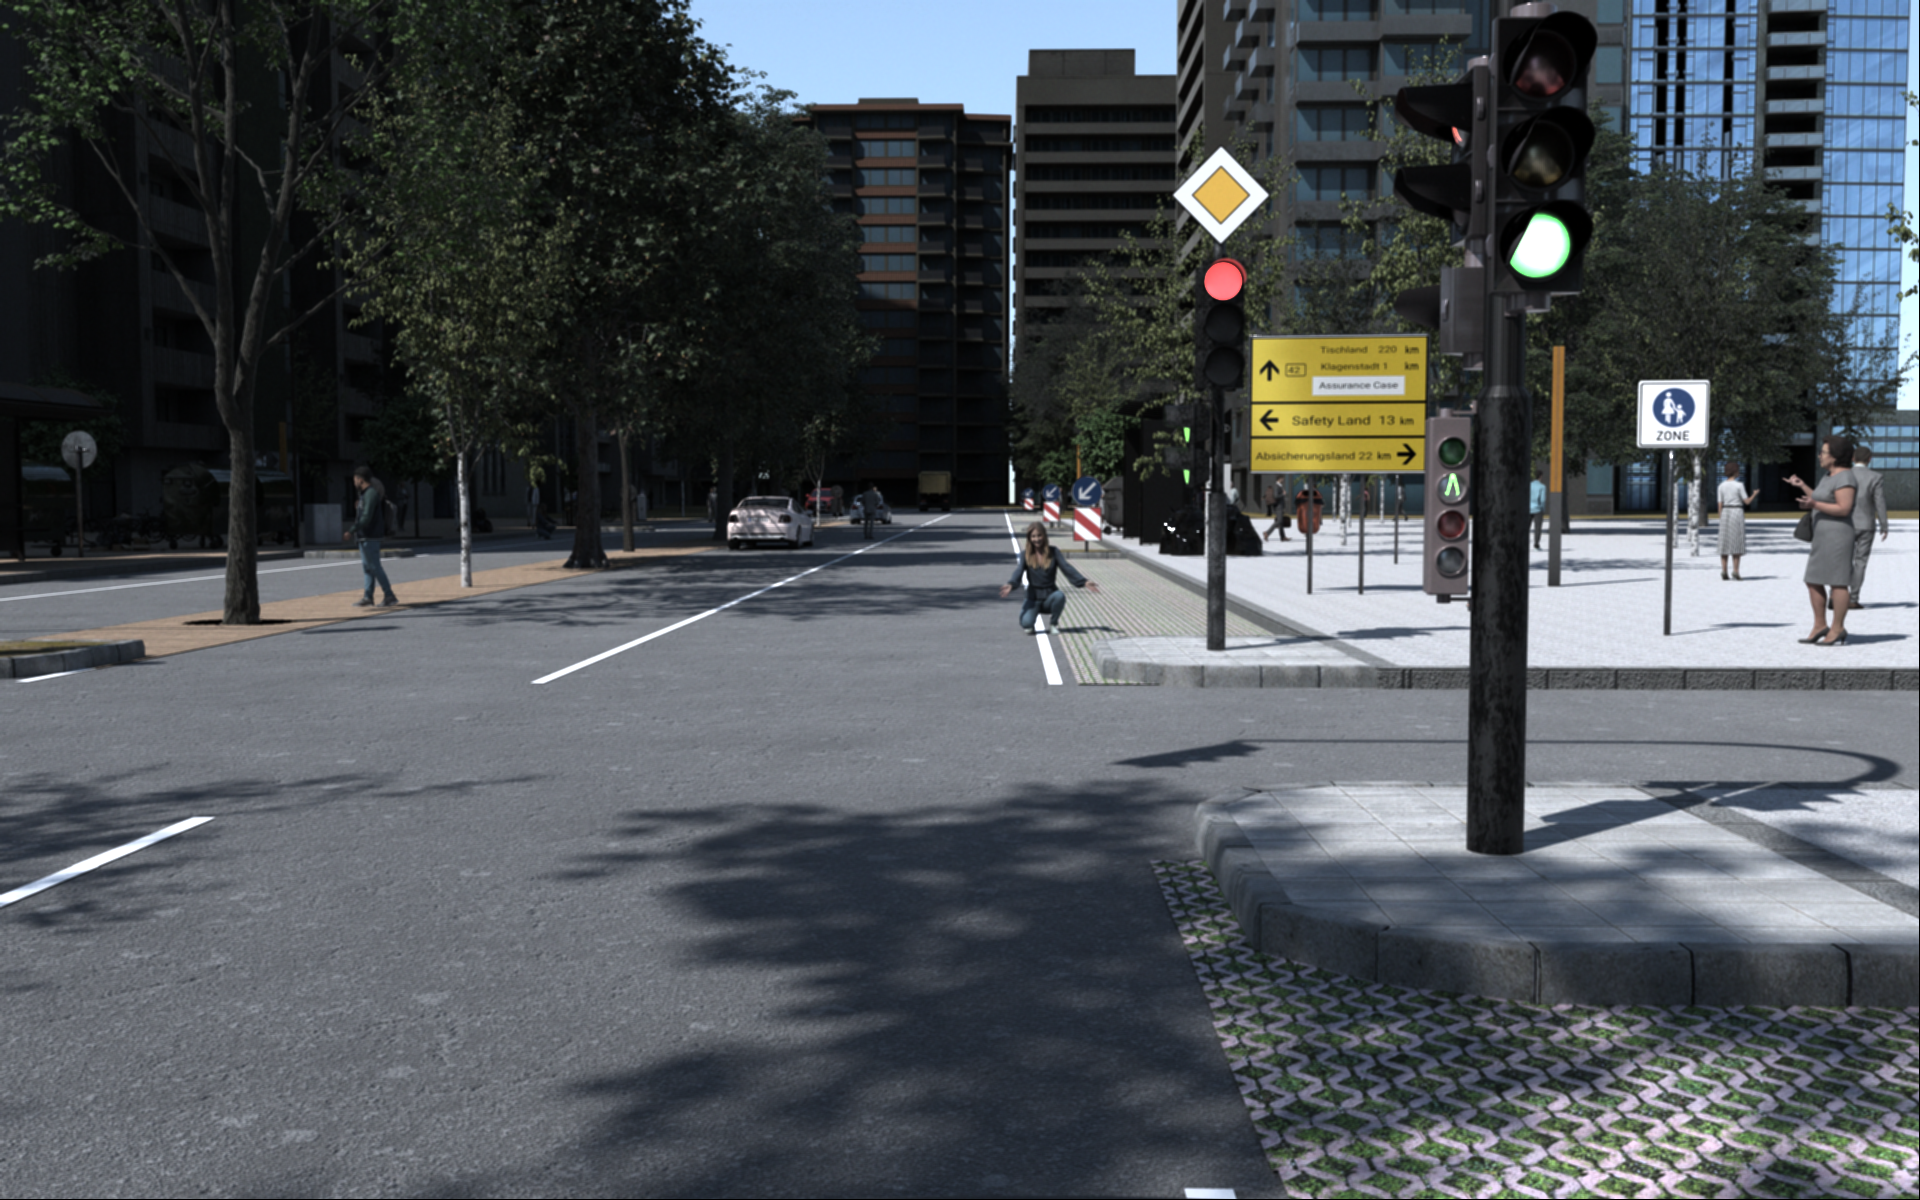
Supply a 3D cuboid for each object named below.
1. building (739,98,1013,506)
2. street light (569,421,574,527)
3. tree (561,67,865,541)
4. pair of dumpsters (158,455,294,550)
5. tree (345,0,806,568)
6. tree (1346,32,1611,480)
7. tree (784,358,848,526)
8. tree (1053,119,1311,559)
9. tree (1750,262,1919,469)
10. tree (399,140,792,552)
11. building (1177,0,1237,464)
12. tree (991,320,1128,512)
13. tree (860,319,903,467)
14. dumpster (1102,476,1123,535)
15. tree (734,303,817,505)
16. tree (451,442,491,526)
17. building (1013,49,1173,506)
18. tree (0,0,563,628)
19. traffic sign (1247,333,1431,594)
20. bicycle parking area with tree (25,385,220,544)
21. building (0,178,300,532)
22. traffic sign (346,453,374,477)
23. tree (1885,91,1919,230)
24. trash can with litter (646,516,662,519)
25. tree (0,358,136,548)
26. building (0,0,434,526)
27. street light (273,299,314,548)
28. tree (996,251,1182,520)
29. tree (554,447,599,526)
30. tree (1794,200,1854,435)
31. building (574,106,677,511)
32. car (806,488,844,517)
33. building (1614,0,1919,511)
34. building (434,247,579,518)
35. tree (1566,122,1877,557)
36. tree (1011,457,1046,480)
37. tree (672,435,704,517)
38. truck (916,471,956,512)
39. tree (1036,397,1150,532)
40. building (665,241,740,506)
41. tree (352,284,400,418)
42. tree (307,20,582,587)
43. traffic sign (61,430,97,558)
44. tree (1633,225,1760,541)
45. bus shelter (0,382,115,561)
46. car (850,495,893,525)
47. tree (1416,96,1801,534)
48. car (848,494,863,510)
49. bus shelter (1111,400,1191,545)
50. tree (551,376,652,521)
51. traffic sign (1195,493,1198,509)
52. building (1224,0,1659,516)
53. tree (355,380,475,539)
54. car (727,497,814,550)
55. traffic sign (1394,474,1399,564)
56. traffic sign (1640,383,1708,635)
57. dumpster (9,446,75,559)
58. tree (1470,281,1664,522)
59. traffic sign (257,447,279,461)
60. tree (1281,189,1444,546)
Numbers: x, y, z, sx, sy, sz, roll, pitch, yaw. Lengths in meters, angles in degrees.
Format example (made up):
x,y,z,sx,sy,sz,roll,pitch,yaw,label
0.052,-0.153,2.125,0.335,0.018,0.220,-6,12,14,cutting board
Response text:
x,y,z,sx,sy,sz,roll,pitch,yaw,label
-8.524,-33.023,194.558,28.867,44.769,22.147,0,4,1,building
-15.218,-5.804,67.684,0.468,5.910,1.993,0,4,1,street light
-7.253,-8.794,52.897,9.857,13.997,8.962,0,3,0,tree
-17.725,-2.414,41.966,1.574,2.255,4.437,0,4,1,pair of dumpsters
-7.209,-6.967,33.380,9.611,12.733,9.660,0,3,0,tree
8.032,-4.747,27.980,4.737,8.622,4.395,0,3,0,tree
-6.244,-7.560,76.433,4.360,8.622,3.978,0,3,0,tree
4.770,-5.129,34.223,4.737,8.622,4.395,0,3,0,tree
29.092,-6.528,57.094,4.360,8.622,3.978,0,3,0,tree
-8.145,-6.480,42.811,8.767,10.594,7.601,0,4,1,tree
29.416,-31.700,141.998,21.300,48.544,21.600,0,4,1,building
7.762,-13.481,127.064,9.857,13.997,8.962,0,3,0,tree
-7.182,-9.117,68.520,9.611,12.733,9.660,0,3,0,tree
5.190,-3.012,55.012,1.264,1.857,1.865,0,4,1,dumpster
-7.167,-6.582,60.443,4.737,8.622,4.395,0,3,0,tree
-20.077,-7.294,69.617,4.360,8.622,3.978,0,3,0,tree
16.682,-34.817,192.959,21.600,48.544,21.300,0,4,1,building
-7.778,-5.524,18.528,9.928,11.665,9.643,0,3,0,tree
4.808,-1.725,22.082,2.265,3.308,0.079,0,4,8,traffic sign
-24.775,-3.745,48.229,9.016,4.147,8.231,1,4,9,bicycle parking area with tree
-33.134,-17.665,60.524,14.160,30.474,14.107,0,4,1,building
-18.459,-3.258,53.276,0.884,2.594,0.081,0,4,2,traffic sign
17.283,-4.771,28.370,4.737,8.622,4.395,0,3,0,tree
-16.346,-4.727,88.350,2.233,1.210,1.678,-1,4,-10,trash can with litter
-21.749,-3.569,42.069,4.285,4.588,4.351,0,3,0,tree
-34.597,-19.017,82.630,14.160,30.474,14.107,0,4,1,building
-15.859,-4.186,41.225,0.468,5.910,1.993,0,4,1,street light
6.316,-10.807,87.068,12.009,13.543,11.850,0,3,0,tree
-15.545,-4.645,70.549,1.663,3.219,1.824,0,3,0,tree
28.887,-9.805,66.975,9.857,13.997,8.962,0,3,0,tree
-31.957,-28.400,147.941,14.086,41.232,14.154,0,4,1,building
-8.588,-6.212,110.240,2.281,1.827,5.304,0,4,2,car
61.372,-50.636,140.566,31.000,86.520,22.319,0,4,1,building
-36.123,-48.402,104.036,22.319,86.520,31.000,0,4,1,building
15.319,-5.197,35.334,4.360,8.622,3.978,0,3,0,tree
8.372,-14.117,165.217,7.601,10.594,8.767,-2,4,-28,tree
-15.228,-8.929,96.350,4.360,8.622,3.978,0,3,0,tree
-2.077,-9.174,145.921,3.469,3.379,9.791,0,4,0,truck
5.283,-4.564,58.340,4.285,4.588,4.351,0,3,0,tree
-37.371,-33.097,195.767,28.867,44.769,22.147,0,4,1,building
-16.841,-7.599,58.653,7.601,10.594,8.767,-2,4,-31,tree
-7.524,-4.478,26.034,4.737,8.622,4.395,0,3,0,tree
-17.666,-2.118,34.733,0.768,2.556,0.104,0,4,7,traffic sign
19.565,-5.893,46.708,4.737,8.622,4.395,0,3,0,tree
-17.332,-2.245,30.634,2.014,3.302,5.546,0,4,1,bus shelter
-4.256,-4.330,82.797,2.014,1.417,4.499,0,4,2,car
19.254,-9.072,54.985,9.857,13.997,8.962,0,3,0,tree
-8.646,-8.523,151.155,2.131,1.459,4.920,0,4,1,car
5.081,-3.368,46.345,1.731,3.624,6.357,0,4,1,bus shelter
-15.624,-10.528,82.501,12.009,13.543,11.850,0,3,0,tree
6.564,-2.933,48.058,0.768,2.556,0.104,0,4,5,traffic sign
29.703,-30.348,115.794,23.786,49.044,30.456,0,4,1,building
-15.627,-4.055,50.009,4.285,4.588,4.351,0,3,0,tree
-5.016,-2.068,46.170,2.083,1.381,4.827,0,4,2,car
7.998,-1.809,31.708,0.606,2.300,0.079,0,4,2,traffic sign
6.426,-0.828,15.670,0.606,2.300,0.079,1,4,10,traffic sign
-18.955,-1.968,34.673,1.502,2.255,1.985,0,4,1,dumpster
28.192,-9.995,80.430,9.611,12.733,9.660,0,3,0,tree
-19.212,-2.947,47.914,0.795,2.593,0.064,1,4,9,traffic sign
9.712,-5.665,42.987,4.360,8.622,3.978,0,3,0,tree
